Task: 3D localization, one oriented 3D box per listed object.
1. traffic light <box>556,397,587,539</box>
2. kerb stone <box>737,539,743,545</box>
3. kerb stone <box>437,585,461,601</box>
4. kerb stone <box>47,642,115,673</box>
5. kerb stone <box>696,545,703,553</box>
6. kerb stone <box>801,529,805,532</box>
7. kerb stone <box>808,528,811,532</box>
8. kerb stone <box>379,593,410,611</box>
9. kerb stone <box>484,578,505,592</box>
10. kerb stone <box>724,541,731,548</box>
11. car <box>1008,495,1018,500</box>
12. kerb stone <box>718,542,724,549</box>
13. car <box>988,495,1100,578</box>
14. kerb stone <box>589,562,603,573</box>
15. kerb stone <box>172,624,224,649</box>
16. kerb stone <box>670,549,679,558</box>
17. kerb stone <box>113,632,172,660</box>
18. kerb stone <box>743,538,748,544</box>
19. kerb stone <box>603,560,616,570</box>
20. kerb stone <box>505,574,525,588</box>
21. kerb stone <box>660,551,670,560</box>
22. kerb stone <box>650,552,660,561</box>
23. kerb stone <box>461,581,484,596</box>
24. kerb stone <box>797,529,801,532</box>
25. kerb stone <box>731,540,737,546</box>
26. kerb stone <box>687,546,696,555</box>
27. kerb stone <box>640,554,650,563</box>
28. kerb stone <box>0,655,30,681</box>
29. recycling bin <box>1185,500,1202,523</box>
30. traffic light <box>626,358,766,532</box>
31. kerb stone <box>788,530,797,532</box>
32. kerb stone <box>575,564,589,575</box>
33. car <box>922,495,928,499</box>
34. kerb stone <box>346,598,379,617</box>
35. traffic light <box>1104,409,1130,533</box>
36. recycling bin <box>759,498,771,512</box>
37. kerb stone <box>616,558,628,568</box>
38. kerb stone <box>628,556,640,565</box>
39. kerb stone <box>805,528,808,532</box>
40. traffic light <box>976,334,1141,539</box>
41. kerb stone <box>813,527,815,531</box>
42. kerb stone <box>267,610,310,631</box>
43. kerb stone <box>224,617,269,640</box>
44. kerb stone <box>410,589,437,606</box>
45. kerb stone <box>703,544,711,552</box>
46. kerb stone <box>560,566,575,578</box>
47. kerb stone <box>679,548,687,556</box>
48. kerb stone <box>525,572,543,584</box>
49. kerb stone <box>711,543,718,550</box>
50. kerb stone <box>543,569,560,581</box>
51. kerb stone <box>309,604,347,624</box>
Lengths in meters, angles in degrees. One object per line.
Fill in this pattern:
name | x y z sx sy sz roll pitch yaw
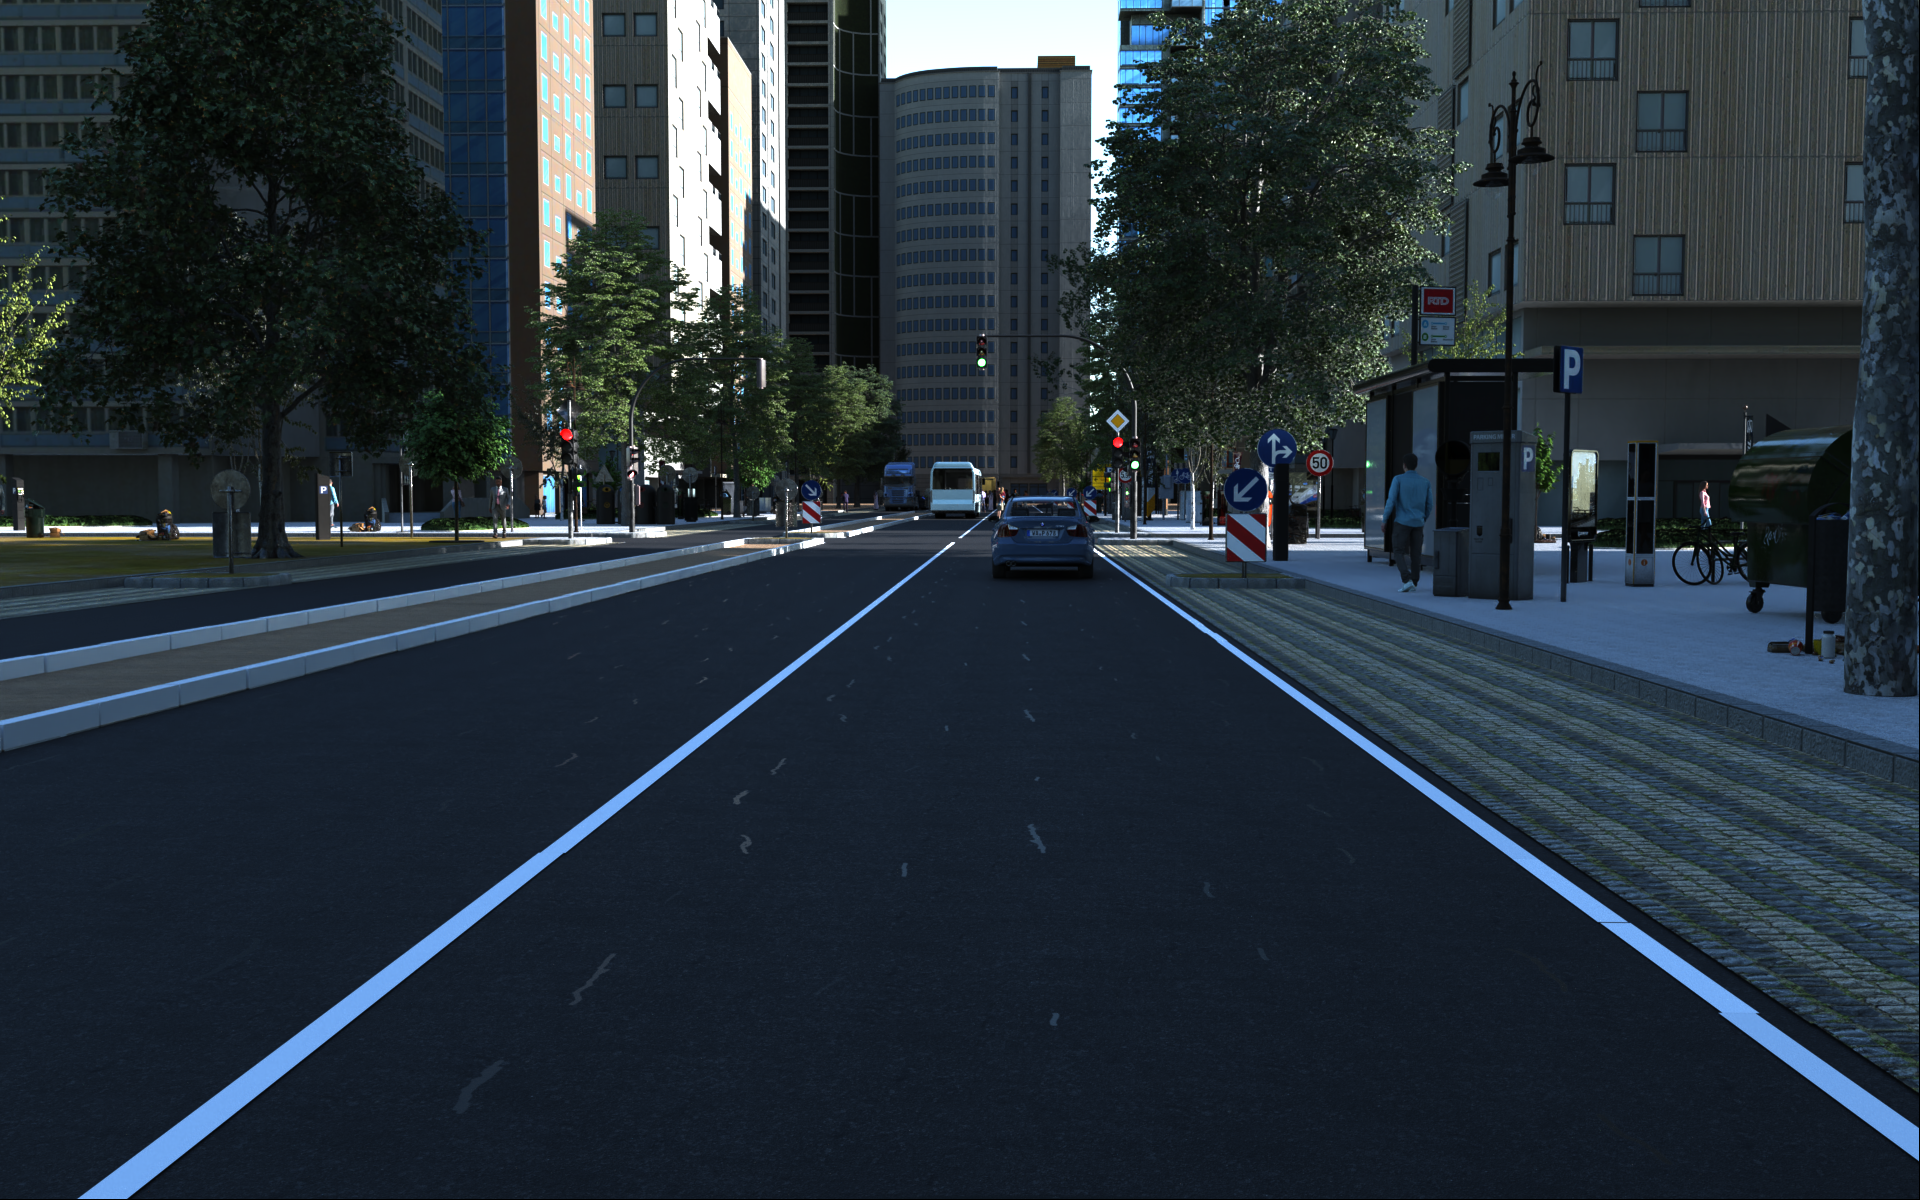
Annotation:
traffic light | -11.219 -3.730 49.903 0.839 4.253 0.868 0 4 2
kerb stone | -6.231 -1.583 48.083 0.120 0.150 1.000 0 4 2
kerb stone | -7.027 -0.076 23.519 0.120 0.150 1.000 0 4 2
kerb stone | -7.317 0.486 14.301 0.120 0.150 1.000 0 4 2
kerb stone | -6.426 -1.208 41.946 0.120 0.150 1.000 0 4 2
kerb stone | -5.769 -2.430 61.969 0.120 0.150 1.000 0 4 2
kerb stone | -5.705 -2.559 64.030 0.120 0.150 1.000 0 4 2
kerb stone | -7.090 0.045 21.474 0.120 0.150 1.000 0 4 2
kerb stone | -6.963 -0.207 25.575 0.120 0.150 1.000 0 4 2
kerb stone | -6.297 -1.458 46.038 0.120 0.150 1.000 0 4 2
car | 5.806 -10.689 187.119 2.083 1.381 4.827 0 4 3
kerb stone | -6.333 -1.394 45.014 0.120 0.150 1.000 0 4 2
car | 1.483 -1.148 30.766 2.014 1.417 4.499 0 4 3
kerb stone | -6.765 -0.582 31.713 0.120 0.150 1.000 0 4 2
kerb stone | -7.262 0.357 16.353 0.120 0.150 1.000 0 4 2
kerb stone | -6.527 -1.020 38.873 0.120 0.150 1.000 0 4 2
kerb stone | -7.296 0.420 15.325 0.120 0.150 1.000 0 4 2
kerb stone | -6.196 -1.642 49.105 0.120 0.150 1.000 0 4 2
kerb stone | -6.719 -0.645 32.734 0.120 0.150 1.000 0 4 2
kerb stone | -6.926 -0.269 26.596 0.120 0.150 1.000 0 4 2
kerb stone | -6.561 -0.957 37.850 0.120 0.150 1.000 0 4 2
kerb stone | -6.591 -0.892 36.828 0.120 0.150 1.000 0 4 2
kerb stone | -6.999 -0.144 24.546 0.120 0.150 1.000 0 4 2
kerb stone | -5.814 -2.370 60.944 0.120 0.150 1.000 0 4 2
kerb stone | -6.259 -1.521 47.061 0.120 0.150 1.000 0 4 2
kerb stone | -6.459 -1.143 40.925 0.120 0.150 1.000 0 4 2
kerb stone | -6.624 -0.832 35.807 0.120 0.150 1.000 0 4 2
kerb stone | -7.363 0.545 13.280 0.120 0.150 1.000 0 4 2
recycling bin | 10.403 -3.941 76.994 0.722 1.027 0.722 0 4 5
traffic light | -8.865 -5.088 57.851 4.771 5.953 1.251 0 4 2
kerb stone | -5.837 -2.306 59.917 0.120 0.150 1.000 0 4 2
kerb stone | -6.797 -0.519 30.691 0.120 0.150 1.000 0 4 2
car | -3.543 -12.071 206.943 1.945 1.707 3.694 0 4 4
kerb stone | -7.131 0.107 20.449 0.120 0.150 1.000 0 4 2
traffic light | 5.195 -4.187 57.375 0.839 4.253 0.868 0 4 2
recycling bin | -14.141 -6.893 125.254 0.722 1.027 0.722 3 4 36
kerb stone | -6.692 -0.707 33.755 0.120 0.150 1.000 0 4 2
kerb stone | -6.656 -0.769 34.783 0.120 0.150 1.000 0 4 2
kerb stone | -5.744 -2.496 63.005 0.120 0.150 1.000 0 4 2
traffic light | 2.841 -4.566 49.320 4.771 5.953 1.251 0 4 2
kerb stone | -5.675 -2.618 65.052 0.120 0.150 1.000 0 4 2
kerb stone | -7.196 0.232 18.401 0.120 0.150 1.000 0 4 2
kerb stone | -7.232 0.299 17.375 0.120 0.150 1.000 0 4 2
kerb stone | -7.059 -0.017 22.496 0.120 0.150 1.000 0 4 2
kerb stone | -6.399 -1.270 42.968 0.120 0.150 1.000 0 4 2
kerb stone | -6.828 -0.457 29.667 0.120 0.150 1.000 0 4 2
kerb stone | -6.499 -1.083 39.900 0.120 0.150 1.000 0 4 2
kerb stone | -6.892 -0.332 27.618 0.120 0.150 1.000 0 4 2
kerb stone | -6.354 -1.333 43.989 0.120 0.150 1.000 0 4 2
kerb stone | -6.857 -0.394 28.641 0.120 0.150 1.000 0 4 2
kerb stone | -7.161 0.169 19.427 0.120 0.150 1.000 0 4 2
